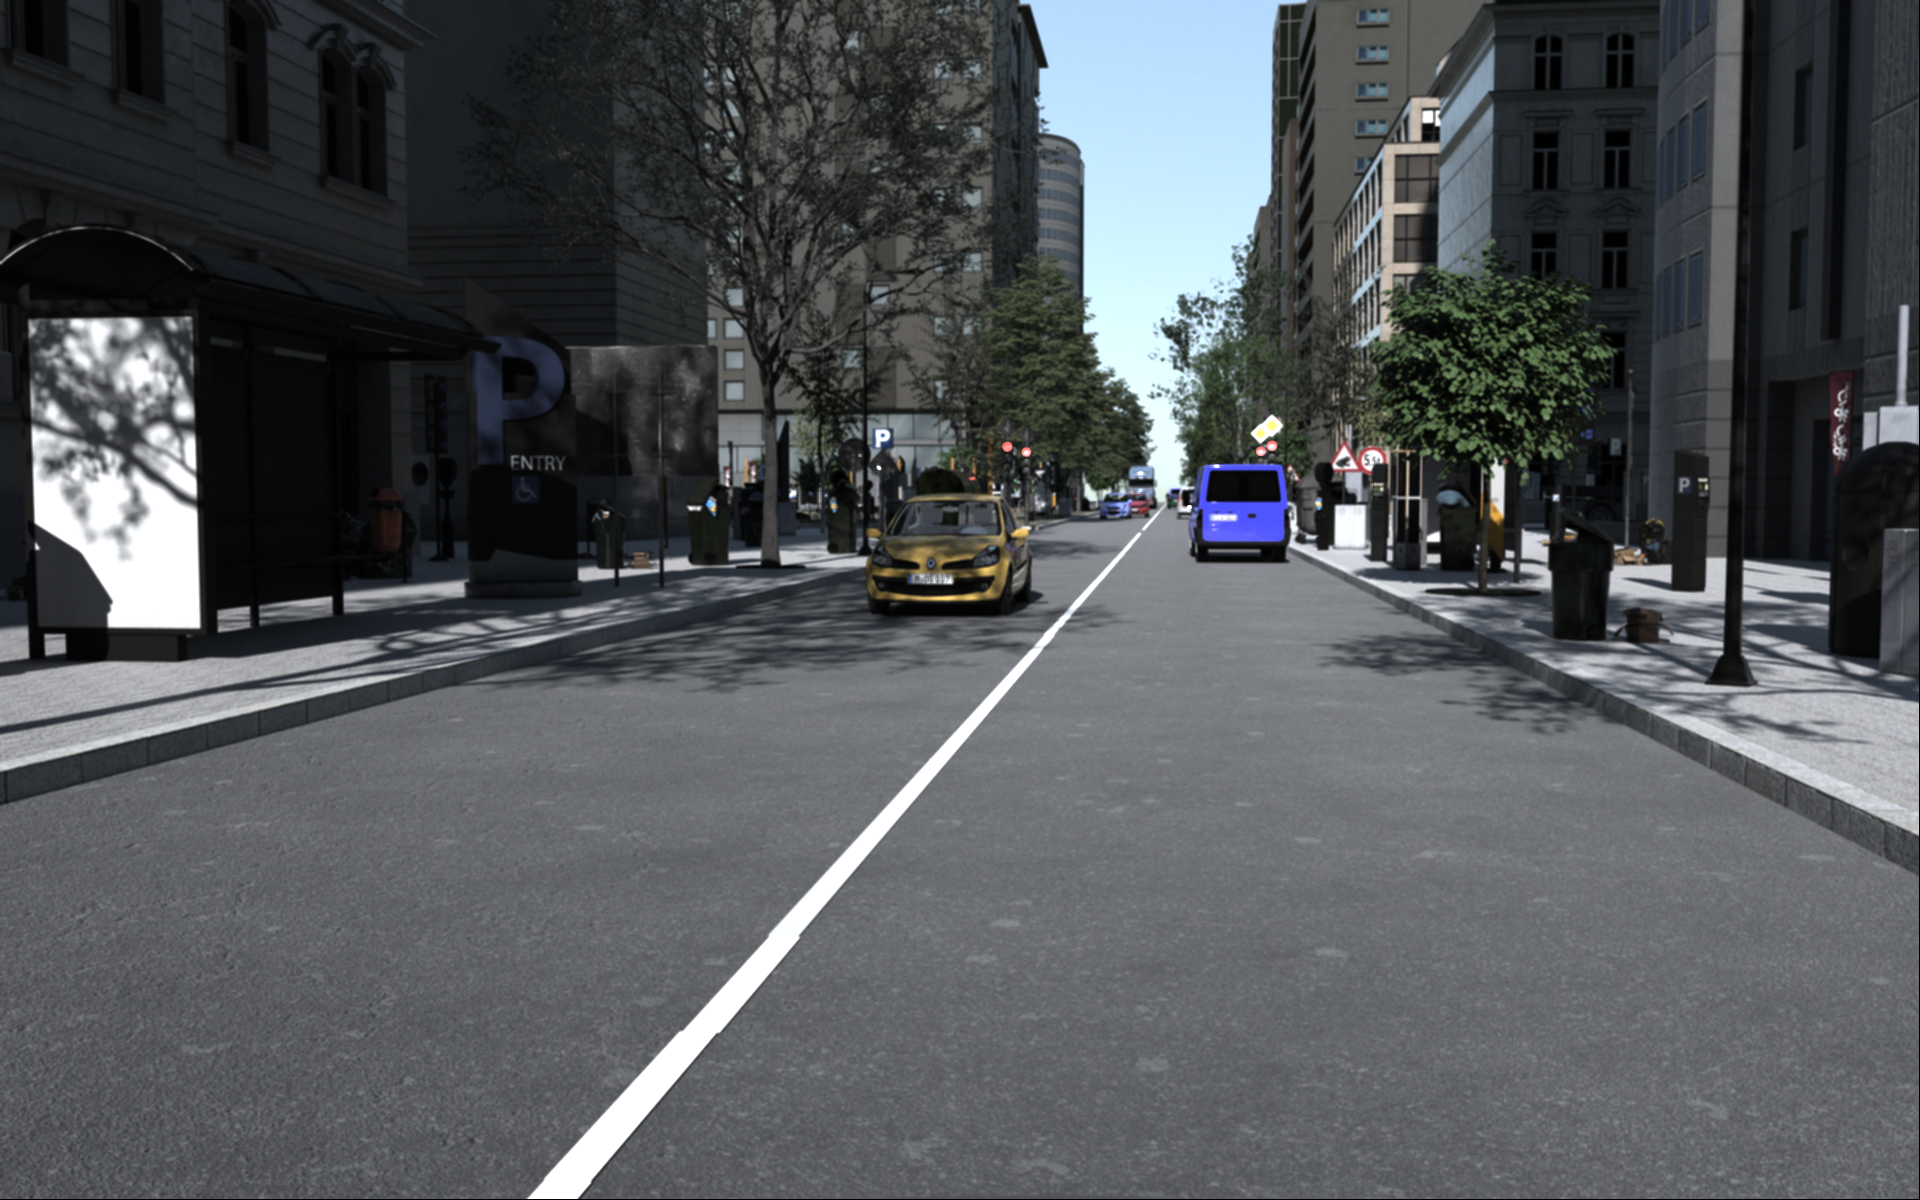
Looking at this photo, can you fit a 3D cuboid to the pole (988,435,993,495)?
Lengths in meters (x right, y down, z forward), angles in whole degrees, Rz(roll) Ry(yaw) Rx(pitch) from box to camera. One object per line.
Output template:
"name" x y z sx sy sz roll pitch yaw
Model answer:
"pole" 1.052 -4.062 60.254 0.158 3.312 0.155 0 3 0

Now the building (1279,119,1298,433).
"building" 44.785 -33.746 201.862 14.600 45.320 14.200 0 4 7

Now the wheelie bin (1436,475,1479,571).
"wheelie bin" 8.350 -1.297 29.108 0.693 1.594 0.980 1 4 15

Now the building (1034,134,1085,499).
"building" 8.732 -45.128 279.843 21.231 58.520 28.212 0 4 7

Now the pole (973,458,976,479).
"pole" 0.808 -6.333 97.385 0.158 3.312 0.155 0 3 0

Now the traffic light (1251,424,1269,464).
"traffic light" 11.976 -4.910 69.198 0.839 4.253 0.868 0 4 7

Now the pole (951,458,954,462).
"pole" -0.416 -6.307 96.958 0.158 3.312 0.155 0 3 0

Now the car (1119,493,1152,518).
"car" 10.724 -5.956 106.428 2.155 1.783 4.494 0 4 7

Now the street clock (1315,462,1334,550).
"street clock" 8.303 -2.139 39.542 0.358 2.002 0.471 3 5 42

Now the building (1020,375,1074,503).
"building" 2.042 -24.957 253.079 27.650 21.520 28.899 0 4 7

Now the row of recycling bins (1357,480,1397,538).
"row of recycling bins" 12.128 -2.724 51.643 1.069 1.692 3.534 0 4 4

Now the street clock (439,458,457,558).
"street clock" -10.255 -1.839 34.634 0.358 2.002 0.471 1 4 11

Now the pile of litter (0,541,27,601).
"pile of litter" -11.179 -0.451 21.334 1.719 0.858 1.176 0 4 -1

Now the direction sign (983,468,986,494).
"direction sign" 1.877 -8.695 134.168 0.379 3.537 0.876 1 4 15

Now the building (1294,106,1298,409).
"building" 46.430 -34.204 178.838 23.786 49.044 30.456 0 4 7

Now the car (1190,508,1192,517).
"car" 11.960 -4.320 83.214 1.945 1.354 3.894 1 4 9

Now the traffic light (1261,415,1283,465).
"traffic light" 10.993 -4.425 61.273 0.839 4.253 0.868 0 4 7

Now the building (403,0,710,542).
"building" -17.403 -12.387 51.680 18.267 20.994 9.793 0 4 7

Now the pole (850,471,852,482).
"pole" -8.217 -8.409 131.333 0.158 3.312 0.155 0 3 0

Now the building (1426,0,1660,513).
"building" 45.574 -18.641 81.203 44.131 29.872 17.030 0 4 7

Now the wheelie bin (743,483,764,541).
"wheelie bin" -5.674 -2.429 47.625 0.980 1.594 0.693 3 4 38

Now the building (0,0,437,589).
"building" -18.844 -14.544 25.181 14.401 28.519 23.554 0 4 7

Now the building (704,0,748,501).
"building" -8.982 -35.000 161.483 28.713 52.752 27.495 0 4 7

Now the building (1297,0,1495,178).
"building" 41.338 -32.392 153.305 21.300 48.544 21.600 0 4 7

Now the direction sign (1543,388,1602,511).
"direction sign" 9.877 -2.193 27.849 0.379 3.537 0.876 -1 4 -22

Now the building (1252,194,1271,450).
"building" 57.501 -39.764 273.845 21.300 48.544 21.600 0 4 7

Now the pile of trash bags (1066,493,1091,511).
"pile of trash bags" 8.950 -7.549 133.173 1.912 1.369 3.447 0 4 -5

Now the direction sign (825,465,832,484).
"direction sign" -10.350 -8.859 136.843 0.379 3.537 0.876 3 4 36

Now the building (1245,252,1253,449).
"building" 55.233 -37.229 292.294 14.154 41.232 14.086 0 4 7

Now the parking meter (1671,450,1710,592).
"parking meter" 9.607 -1.043 22.769 0.255 1.863 0.399 -2 4 -29

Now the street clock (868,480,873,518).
"street clock" -4.778 -5.226 90.010 0.471 2.002 0.358 -3 4 -36

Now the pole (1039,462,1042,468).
"pole" 4.963 -6.894 106.566 0.158 3.312 0.155 0 3 0

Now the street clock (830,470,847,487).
"street clock" -3.690 -2.942 52.673 0.471 2.002 0.358 -2 4 -26

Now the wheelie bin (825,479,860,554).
"wheelie bin" -2.533 -1.812 37.526 0.693 1.594 0.980 0 4 5

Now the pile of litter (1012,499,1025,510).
"pile of litter" 4.947 -7.785 141.251 1.719 0.858 1.176 2 4 27

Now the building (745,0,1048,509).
"building" -5.628 -36.666 188.722 28.713 52.752 27.495 0 4 7

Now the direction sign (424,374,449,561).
"direction sign" -9.988 -2.513 33.088 0.379 3.537 0.876 1 4 8

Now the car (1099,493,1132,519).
"car" 9.046 -5.557 100.455 1.945 1.707 3.694 1 4 9

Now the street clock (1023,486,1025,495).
"street clock" 5.507 -8.571 144.701 0.358 2.002 0.471 -3 5 -39

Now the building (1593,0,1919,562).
"building" 25.634 -30.081 33.832 21.231 58.520 28.212 0 4 7

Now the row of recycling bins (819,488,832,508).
"row of recycling bins" -10.001 -7.420 128.433 1.069 1.692 3.534 -1 4 -8

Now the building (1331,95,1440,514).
"building" 38.104 -19.573 124.537 19.350 26.468 34.151 0 4 7

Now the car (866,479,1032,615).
"car" -0.082 -0.708 21.804 2.015 1.641 3.980 0 4 8

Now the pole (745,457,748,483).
"pole" -11.887 -6.266 96.287 0.158 3.312 0.155 0 3 0

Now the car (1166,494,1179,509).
"car" 21.333 -9.683 170.113 2.131 1.459 4.920 1 4 9

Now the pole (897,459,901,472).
"pole" -3.502 -6.466 99.554 0.158 3.312 0.155 0 3 0

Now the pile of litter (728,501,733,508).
"pile of litter" -14.890 -6.029 112.537 1.719 0.858 1.176 3 5 43

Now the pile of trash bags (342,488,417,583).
"pile of trash bags" -9.093 -0.995 26.026 1.912 1.369 3.447 -3 4 -38

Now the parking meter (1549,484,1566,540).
"parking meter" 15.159 -2.172 43.924 0.372 1.533 0.369 0 3 0

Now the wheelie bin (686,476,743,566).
"wheelie bin" -4.512 -1.427 31.233 0.693 1.594 0.980 -3 4 -36

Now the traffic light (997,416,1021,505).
"traffic light" 1.750 -4.494 62.399 0.839 4.253 0.868 0 4 7

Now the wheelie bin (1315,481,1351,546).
"wheelie bin" 9.359 -2.167 43.330 0.980 1.594 0.693 -2 4 -32

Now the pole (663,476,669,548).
"pole" -7.014 -2.886 41.025 0.158 3.312 0.155 0 3 0

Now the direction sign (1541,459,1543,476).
"direction sign" 25.377 -5.048 74.530 0.379 3.537 0.876 -2 4 -34

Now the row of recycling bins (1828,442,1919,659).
"row of recycling bins" 8.753 -0.395 13.570 3.534 1.692 1.069 0 4 5

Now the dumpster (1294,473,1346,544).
"dumpster" 9.349 -2.392 44.865 1.264 1.857 1.865 0 4 7

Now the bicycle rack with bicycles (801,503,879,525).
"bicycle rack with bicycles" -5.241 -3.630 72.728 2.925 0.926 2.852 -2 4 -33

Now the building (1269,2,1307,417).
"building" 53.892 -49.793 252.374 20.563 71.187 20.611 0 4 7

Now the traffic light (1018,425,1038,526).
"traffic light" 2.734 -4.979 70.324 0.839 4.253 0.868 0 4 7
